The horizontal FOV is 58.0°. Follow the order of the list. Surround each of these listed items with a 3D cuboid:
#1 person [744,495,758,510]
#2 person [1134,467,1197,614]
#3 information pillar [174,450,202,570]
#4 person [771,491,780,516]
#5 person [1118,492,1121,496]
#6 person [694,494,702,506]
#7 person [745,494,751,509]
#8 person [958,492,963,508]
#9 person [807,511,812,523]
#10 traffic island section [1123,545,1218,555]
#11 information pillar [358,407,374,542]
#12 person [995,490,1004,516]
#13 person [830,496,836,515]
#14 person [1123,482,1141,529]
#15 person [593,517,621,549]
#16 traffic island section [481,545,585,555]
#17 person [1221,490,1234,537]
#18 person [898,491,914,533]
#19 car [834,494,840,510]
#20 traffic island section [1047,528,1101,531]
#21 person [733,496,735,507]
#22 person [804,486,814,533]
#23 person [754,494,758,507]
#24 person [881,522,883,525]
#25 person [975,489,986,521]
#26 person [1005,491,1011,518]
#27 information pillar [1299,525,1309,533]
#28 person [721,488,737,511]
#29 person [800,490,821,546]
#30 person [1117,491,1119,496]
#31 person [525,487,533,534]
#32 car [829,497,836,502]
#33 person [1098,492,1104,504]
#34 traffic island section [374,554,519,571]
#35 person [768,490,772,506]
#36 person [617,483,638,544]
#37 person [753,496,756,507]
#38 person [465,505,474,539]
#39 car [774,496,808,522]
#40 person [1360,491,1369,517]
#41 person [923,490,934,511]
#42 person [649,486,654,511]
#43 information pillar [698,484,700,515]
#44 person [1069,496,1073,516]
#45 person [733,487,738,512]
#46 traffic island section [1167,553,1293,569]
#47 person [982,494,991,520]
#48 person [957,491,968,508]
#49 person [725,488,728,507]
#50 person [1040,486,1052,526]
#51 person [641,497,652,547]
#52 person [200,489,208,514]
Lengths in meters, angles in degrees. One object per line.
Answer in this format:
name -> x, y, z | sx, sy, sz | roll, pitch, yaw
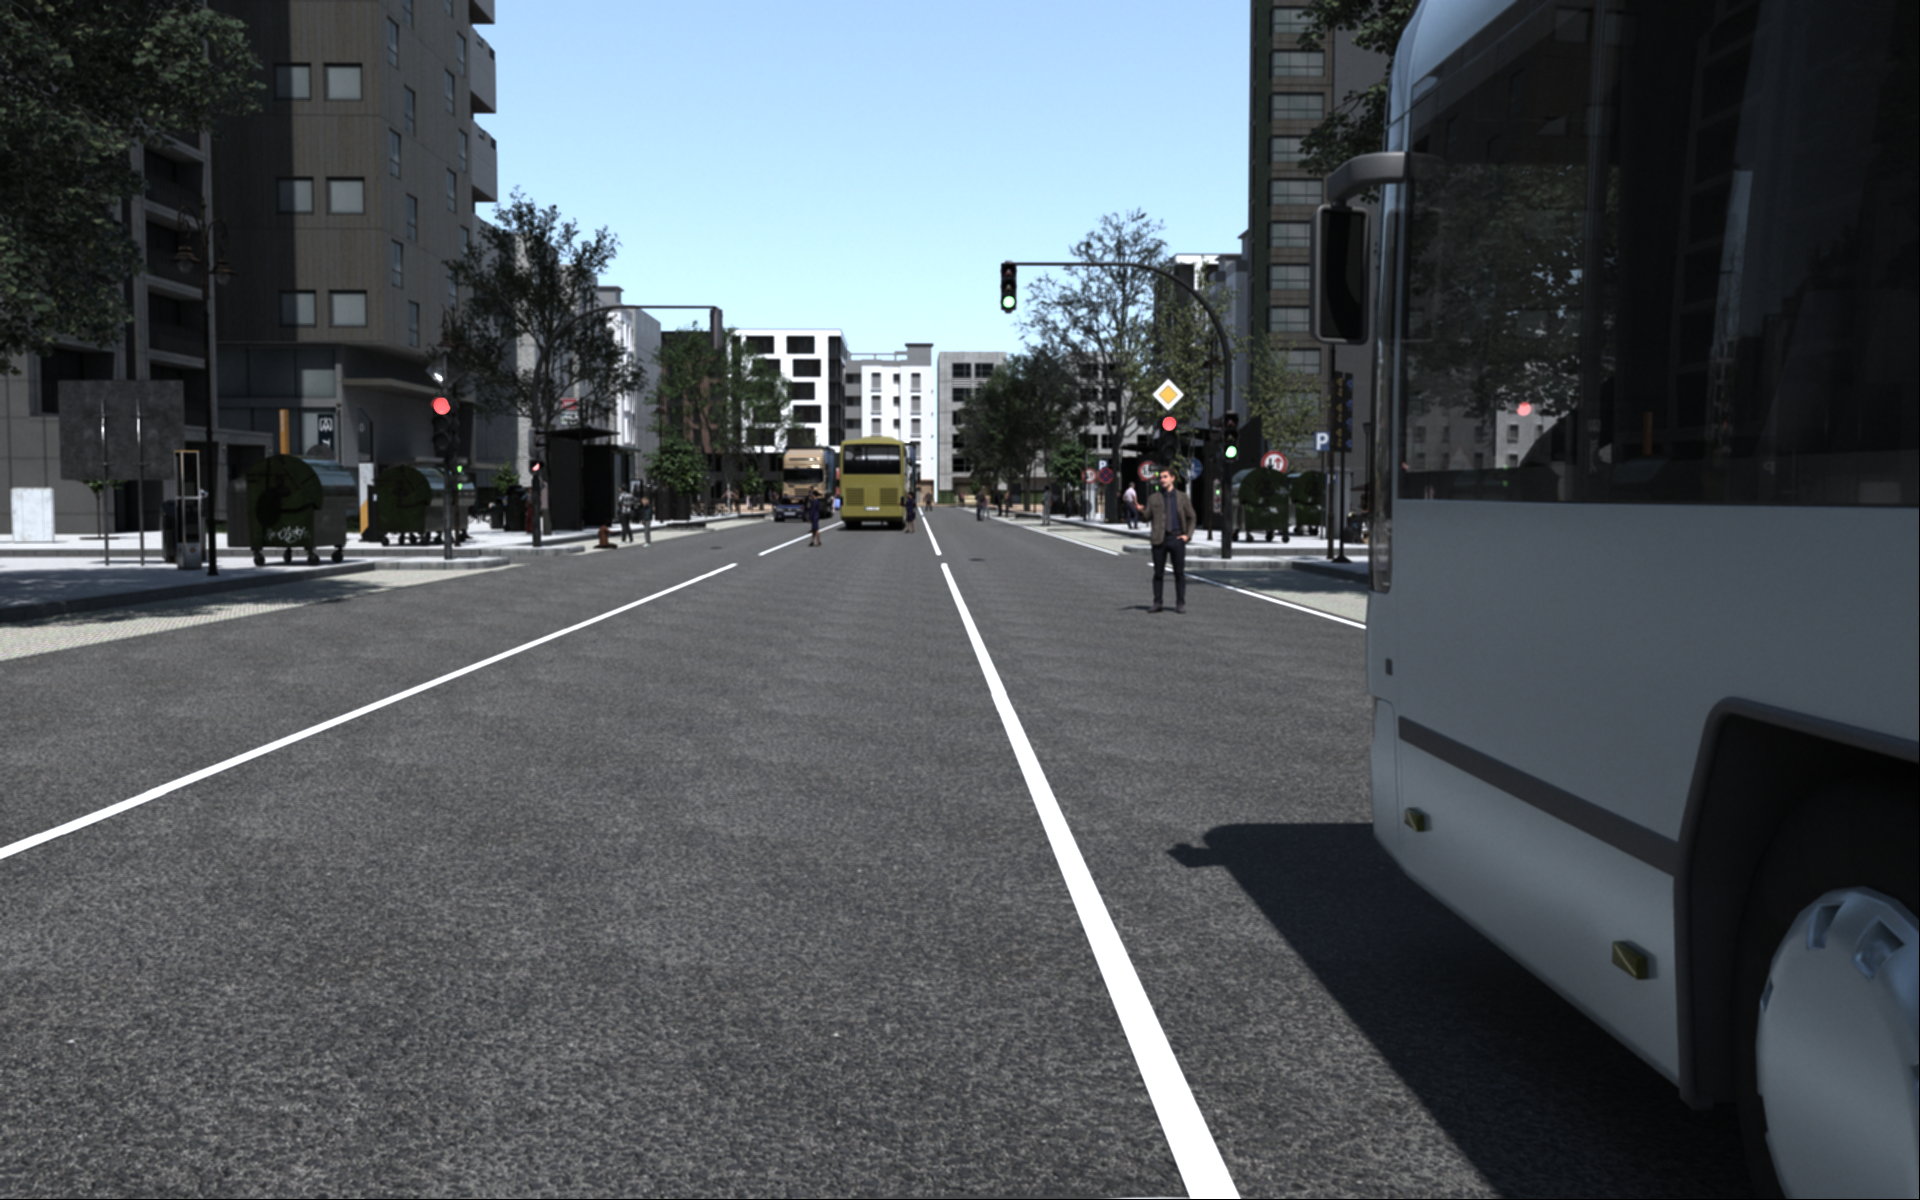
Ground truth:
person -> -16.770, -8.094, 139.092 | 1.217, 1.735, 0.721 | -2, 4, -32
person -> 2.453, -0.717, 20.761 | 0.617, 1.759, 0.750 | 1, 4, 23
information pillar -> -13.066, -1.518, 29.316 | 0.304, 2.012, 0.304 | 3, 5, 44
person -> -12.335, -6.466, 115.682 | 0.593, 1.643, 0.415 | -2, 4, -29
person -> 14.664, -9.177, 159.309 | 0.991, 1.433, 0.599 | -1, 4, -9
person -> -27.787, -10.759, 181.968 | 1.348, 1.821, 0.705 | 1, 4, 11
person -> -18.369, -8.785, 150.352 | 0.551, 1.740, 0.621 | 0, 4, 3
person -> 0.114, -10.248, 177.528 | 0.593, 1.643, 0.415 | 0, 4, -1
person -> -7.463, -4.637, 86.526 | 0.499, 1.552, 0.429 | 0, 4, -7
traffic island section -> 5.070, -1.223, 42.279 | 2.009, 0.180, 2.903 | 0, 4, -2
information pillar -> -15.901, -3.364, 46.364 | 0.504, 3.616, 0.183 | 2, 4, 31
person -> 2.505, -6.261, 111.694 | 0.431, 1.722, 0.655 | -2, 4, -30
person -> -8.751, -6.722, 119.071 | 0.551, 1.740, 0.621 | 2, 4, 33
person -> 6.264, -3.424, 62.967 | 0.436, 1.711, 0.756 | -2, 4, -24
person -> -9.184, -1.742, 45.260 | 0.655, 0.850, 0.859 | -2, 4, -32
traffic island section -> -10.246, -1.198, 41.873 | 2.009, 0.180, 2.903 | 0, 4, -2
person -> 7.960, -2.687, 51.446 | 0.593, 1.643, 0.415 | 3, 4, 38
person -> -1.949, -3.245, 63.925 | 0.546, 1.535, 0.453 | -3, 5, -40
car -> -10.389, -8.959, 156.074 | 1.945, 1.707, 3.694 | 0, 4, 0
traffic island section -> 4.397, -2.709, 67.153 | 1.991, 0.108, 1.994 | 0, 4, -2
person -> -23.008, -10.276, 177.291 | 0.421, 1.427, 0.697 | -2, 4, -27
person -> -5.528, -3.344, 63.991 | 0.431, 1.722, 0.655 | -1, 4, -14
person -> -20.524, -10.213, 173.475 | 0.568, 1.767, 0.683 | 2, 4, 25
person -> -3.494, -4.339, 80.163 | 0.841, 1.734, 0.376 | 0, 4, 2
person -> 1.103, -5.107, 92.824 | 0.431, 1.722, 0.655 | -2, 4, -28
person -> 2.898, -5.755, 104.062 | 0.415, 1.643, 0.593 | -2, 4, -28
information pillar -> 11.397, -3.225, 57.226 | 0.304, 2.012, 0.304 | -2, 4, -23
person -> -16.412, -7.132, 123.368 | 1.217, 1.736, 0.721 | 0, 4, -5
person -> -4.082, -2.231, 47.341 | 0.546, 1.535, 0.453 | -1, 4, -10
person -> 16.885, -10.899, 184.945 | 0.721, 1.736, 1.217 | -2, 4, -34
person -> -13.955, -2.927, 56.366 | 0.387, 1.526, 0.523 | 0, 4, -1
car -> -13.913, -10.563, 182.921 | 2.015, 1.641, 3.980 | 0, 4, -1
person -> 15.996, -11.448, 196.362 | 1.217, 1.739, 0.721 | 0, 4, 5
traffic island section -> -10.031, -0.710, 33.891 | 2.009, 0.180, 2.903 | 0, 4, -2
person -> -21.082, -11.447, 193.656 | 0.683, 1.767, 0.568 | -3, 5, -41
person -> -9.597, -2.474, 49.677 | 0.376, 1.734, 0.841 | 2, 4, 31
person -> -20.086, -9.931, 169.221 | 0.445, 1.727, 0.742 | 0, 4, 6
person -> -14.103, -2.597, 49.320 | 0.431, 1.722, 0.655 | 1, 4, 14
car -> -8.638, -4.724, 89.823 | 1.945, 1.354, 3.894 | 0, 4, 0
person -> 20.938, -4.969, 89.559 | 0.388, 1.546, 0.482 | -3, 5, -42
person -> -2.590, -8.238, 143.741 | 0.990, 1.755, 0.434 | 1, 4, 18
person -> -22.121, -7.236, 123.981 | 0.705, 1.869, 1.348 | 1, 4, 9
information pillar -> -16.208, -7.097, 107.393 | 0.183, 3.616, 0.504 | 0, 4, -4
person -> 6.422, -5.588, 100.634 | 0.726, 1.434, 0.776 | 3, 5, 40
person -> -16.444, -7.399, 127.115 | 0.705, 1.812, 1.348 | 0, 4, -1
traffic island section -> 5.285, -0.735, 34.297 | 2.009, 0.180, 2.903 | 0, 4, -2
person -> 1.509, -5.200, 96.756 | 0.776, 1.435, 0.726 | 3, 5, 42
person -> 0.282, -10.344, 178.344 | 1.217, 1.743, 0.721 | 2, 4, 24
person -> -22.909, -10.059, 170.443 | 0.705, 1.831, 1.348 | -1, 4, -9
person -> 3.850, -4.221, 77.664 | 0.789, 1.805, 0.875 | 3, 5, 42
person -> -8.562, -2.129, 47.224 | 0.340, 1.345, 0.435 | -2, 4, -35
person -> -26.024, -3.195, 58.998 | 0.841, 1.734, 0.376 | 0, 4, 5
